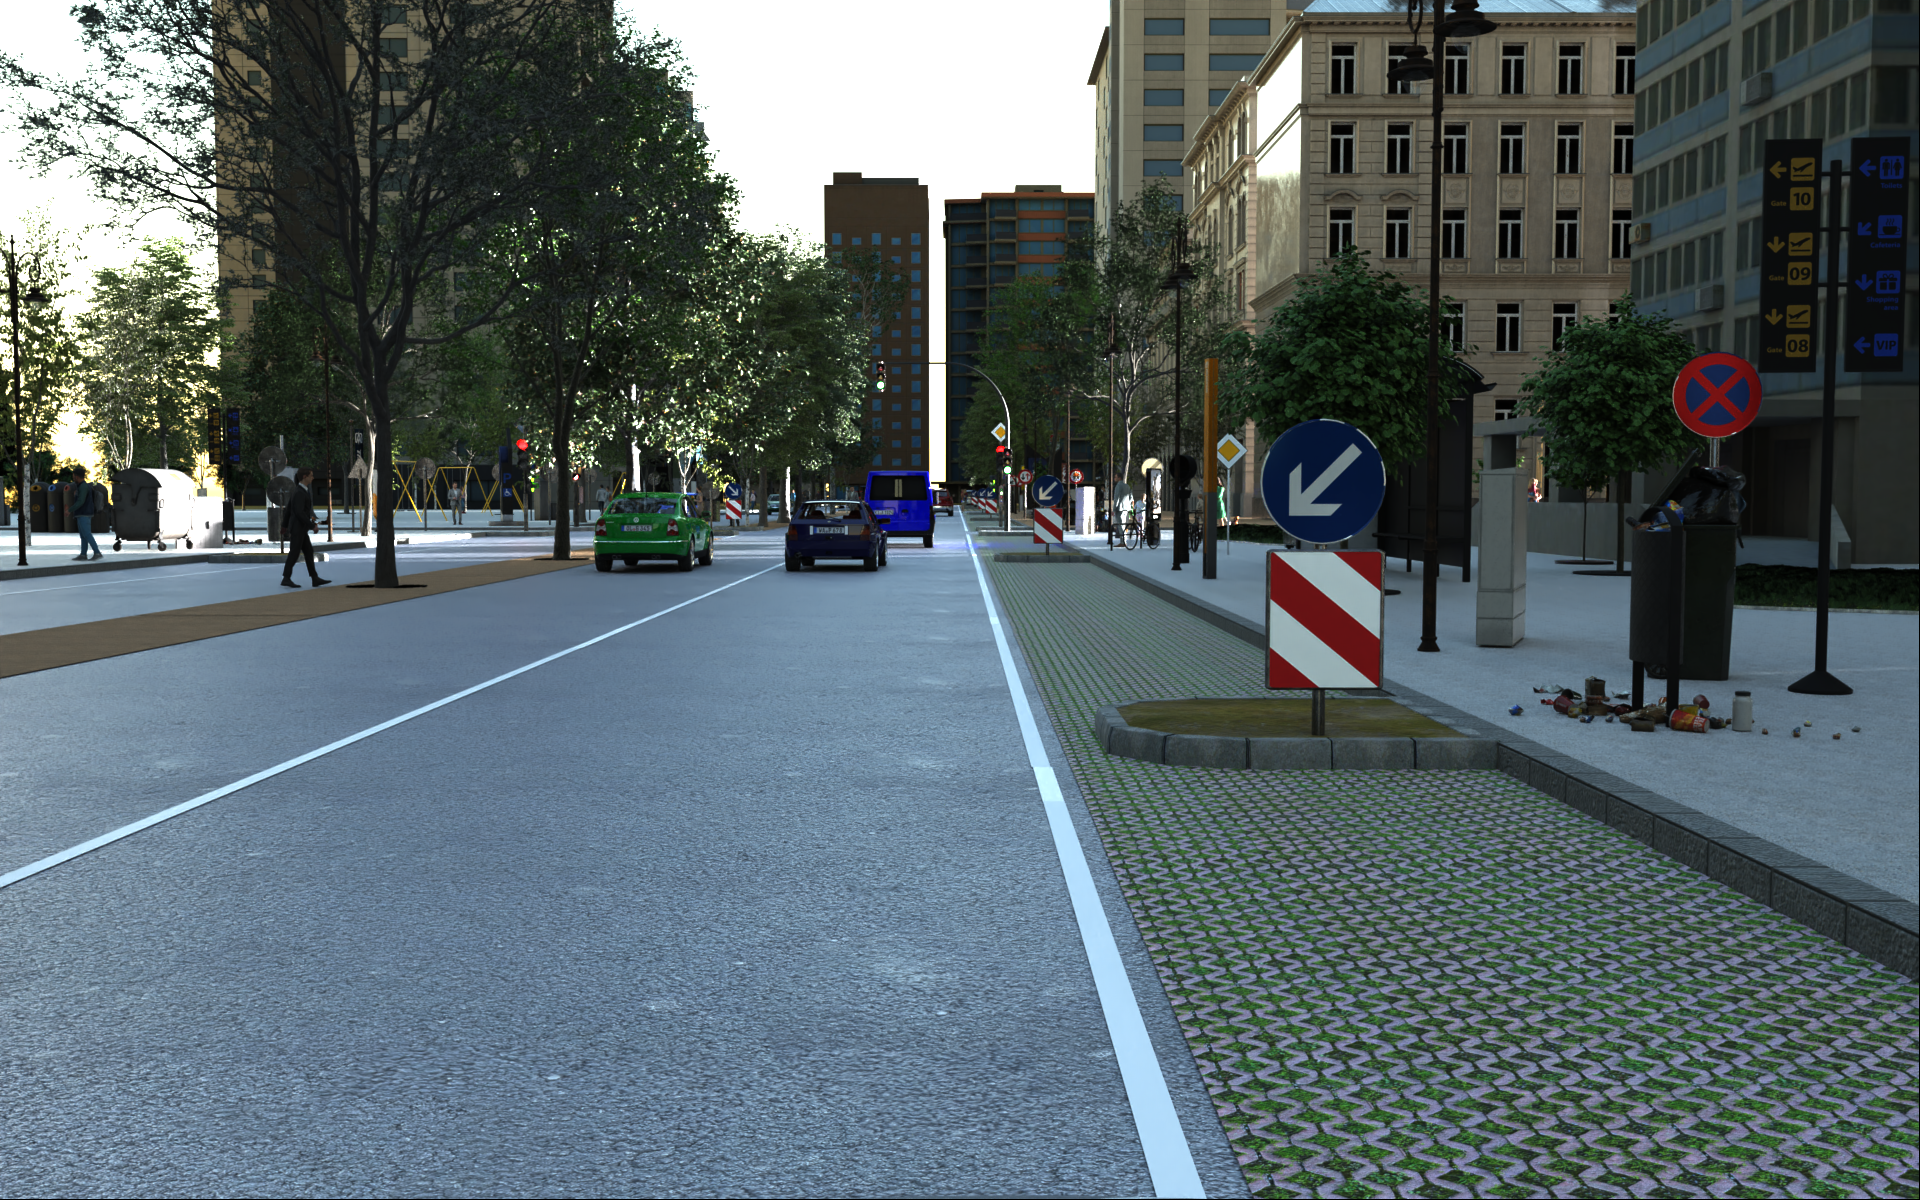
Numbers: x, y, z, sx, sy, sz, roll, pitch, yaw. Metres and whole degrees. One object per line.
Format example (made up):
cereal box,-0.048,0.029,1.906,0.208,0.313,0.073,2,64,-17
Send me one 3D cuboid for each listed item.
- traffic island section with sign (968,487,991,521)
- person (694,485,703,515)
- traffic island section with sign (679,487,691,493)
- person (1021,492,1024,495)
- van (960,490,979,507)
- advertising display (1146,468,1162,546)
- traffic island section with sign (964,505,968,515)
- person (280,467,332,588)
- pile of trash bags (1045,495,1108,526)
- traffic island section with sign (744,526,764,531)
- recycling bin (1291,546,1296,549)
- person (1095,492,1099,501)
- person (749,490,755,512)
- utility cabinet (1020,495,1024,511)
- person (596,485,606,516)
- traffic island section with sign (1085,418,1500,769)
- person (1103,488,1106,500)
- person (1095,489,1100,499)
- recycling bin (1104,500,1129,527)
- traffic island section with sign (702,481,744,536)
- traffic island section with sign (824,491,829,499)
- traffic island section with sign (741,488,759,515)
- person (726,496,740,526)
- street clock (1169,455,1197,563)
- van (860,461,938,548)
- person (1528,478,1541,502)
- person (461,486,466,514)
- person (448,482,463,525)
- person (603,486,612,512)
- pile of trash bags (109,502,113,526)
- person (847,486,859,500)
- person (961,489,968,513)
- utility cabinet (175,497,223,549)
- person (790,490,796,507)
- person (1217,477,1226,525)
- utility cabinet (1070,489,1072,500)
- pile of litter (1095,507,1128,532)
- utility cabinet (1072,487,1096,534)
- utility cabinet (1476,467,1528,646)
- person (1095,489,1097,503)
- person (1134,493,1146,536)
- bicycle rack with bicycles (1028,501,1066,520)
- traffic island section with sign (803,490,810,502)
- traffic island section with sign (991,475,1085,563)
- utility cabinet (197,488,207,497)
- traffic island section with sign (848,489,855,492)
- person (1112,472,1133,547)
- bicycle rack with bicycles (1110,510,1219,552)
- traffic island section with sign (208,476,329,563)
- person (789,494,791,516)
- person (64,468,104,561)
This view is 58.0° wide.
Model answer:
traffic island section with sign,1.544,-5.158,92.957,1.989,1.847,2.006,0,4,0
person,-10.511,-3.716,69.602,0.374,1.781,0.599,-1,4,-11
traffic island section with sign,-14.781,-5.168,93.128,1.989,1.847,2.006,0,4,0
person,5.976,-9.285,158.575,1.217,1.735,0.721,-1,4,-14
van,1.031,-11.097,188.446,2.013,2.044,4.112,0,4,1
advertising display,4.853,-2.335,43.390,0.123,1.923,0.974,1,4,23
traffic island section with sign,1.451,-6.817,120.093,1.989,1.847,2.006,0,4,0
person,-10.063,-1.121,26.614,0.755,1.850,0.659,-1,4,-22
pile of trash bags,4.829,-3.790,71.716,3.447,1.369,1.912,3,5,41
traffic island section with sign,-8.734,-3.629,67.468,2.006,1.907,1.989,0,4,0
recycling bin,7.116,-1.376,35.052,0.722,1.027,0.722,3,4,37
person,11.936,-8.554,149.155,0.557,1.426,1.065,-3,5,-41
person,-15.818,-7.463,131.183,0.598,1.740,0.731,0,4,-1
utility cabinet,4.839,-7.540,134.433,0.306,1.237,1.020,1,4,12
person,-21.071,-5.876,101.969,0.661,1.843,0.795,-2,4,-26
traffic island section with sign,1.803,-0.077,9.893,1.989,1.847,2.006,0,4,0
person,11.547,-7.962,136.894,0.598,1.740,0.731,0,4,-4
person,12.464,-9.168,155.950,1.348,1.822,0.705,-1,4,-20
recycling bin,6.157,-3.399,68.123,0.722,1.027,0.722,-2,4,-32
traffic island section with sign,-8.720,-3.176,60.061,2.006,1.907,1.989,0,4,0
traffic island section with sign,-15.104,-11.491,196.507,1.989,1.847,2.006,0,4,0
traffic island section with sign,-14.867,-6.818,120.094,1.989,1.847,2.006,0,4,0
person,-9.853,-4.090,75.184,0.655,1.846,0.447,1,4,10
street clock,4.134,-1.686,32.133,0.471,2.002,0.358,3,5,43
van,-1.692,-2.667,47.987,2.240,2.365,5.245,0,4,-2
person,19.662,-3.271,59.492,0.573,1.828,0.580,1,4,16
person,-32.777,-6.604,114.026,0.388,1.821,0.555,1,4,9
person,-21.088,-4.052,72.489,0.606,1.804,0.583,-2,4,-35
person,-17.863,-4.949,87.962,0.522,1.701,0.512,2,4,30
pile of trash bags,-34.155,-3.663,69.649,3.447,1.369,1.912,-2,4,-31
person,-5.070,-4.505,82.274,0.709,1.813,0.853,1,4,11
person,0.306,-7.443,130.173,0.580,1.828,0.573,1,4,21
utility cabinet,-17.947,-1.814,40.815,1.020,1.237,0.306,-2,4,-32
person,-12.910,-7.678,134.380,0.601,1.785,0.444,1,4,17
person,7.657,-2.776,51.681,0.600,1.795,0.529,-1,4,-22
utility cabinet,5.481,-4.466,81.701,0.318,1.500,1.173,-1,4,-10
pile of litter,5.024,-2.743,58.815,1.176,0.858,1.719,-1,4,-16
utility cabinet,3.985,-2.843,55.161,0.318,1.500,1.173,1,4,22
utility cabinet,4.668,-0.382,14.930,0.318,1.500,1.173,1,4,23
person,13.072,-9.912,167.742,1.348,1.869,0.705,1,4,10
person,5.458,-2.565,52.268,0.425,1.301,0.394,1,4,15
bicycle rack with bicycles,4.562,-4.377,84.949,2.852,0.926,2.925,0,4,7
traffic island section with sign,-15.013,-9.843,169.552,1.989,1.847,2.006,0,4,0
traffic island section with sign,1.723,-1.726,36.848,1.989,1.847,2.006,0,4,0
utility cabinet,-26.261,-3.139,60.002,0.318,1.500,1.173,-2,4,-26
traffic island section with sign,-8.979,-8.224,142.606,2.006,1.907,1.989,0,4,0
person,3.895,-2.182,41.820,0.391,1.810,0.635,2,4,26
bicycle rack with bicycles,4.815,-1.605,39.627,2.852,0.926,2.925,2,4,29
traffic island section with sign,-14.593,-1.723,36.807,1.989,1.847,2.006,0,4,0
person,-11.482,-6.486,114.352,0.655,1.846,0.447,0,4,-7
person,-16.832,-1.644,33.268,0.721,1.781,0.623,-2,4,-32
